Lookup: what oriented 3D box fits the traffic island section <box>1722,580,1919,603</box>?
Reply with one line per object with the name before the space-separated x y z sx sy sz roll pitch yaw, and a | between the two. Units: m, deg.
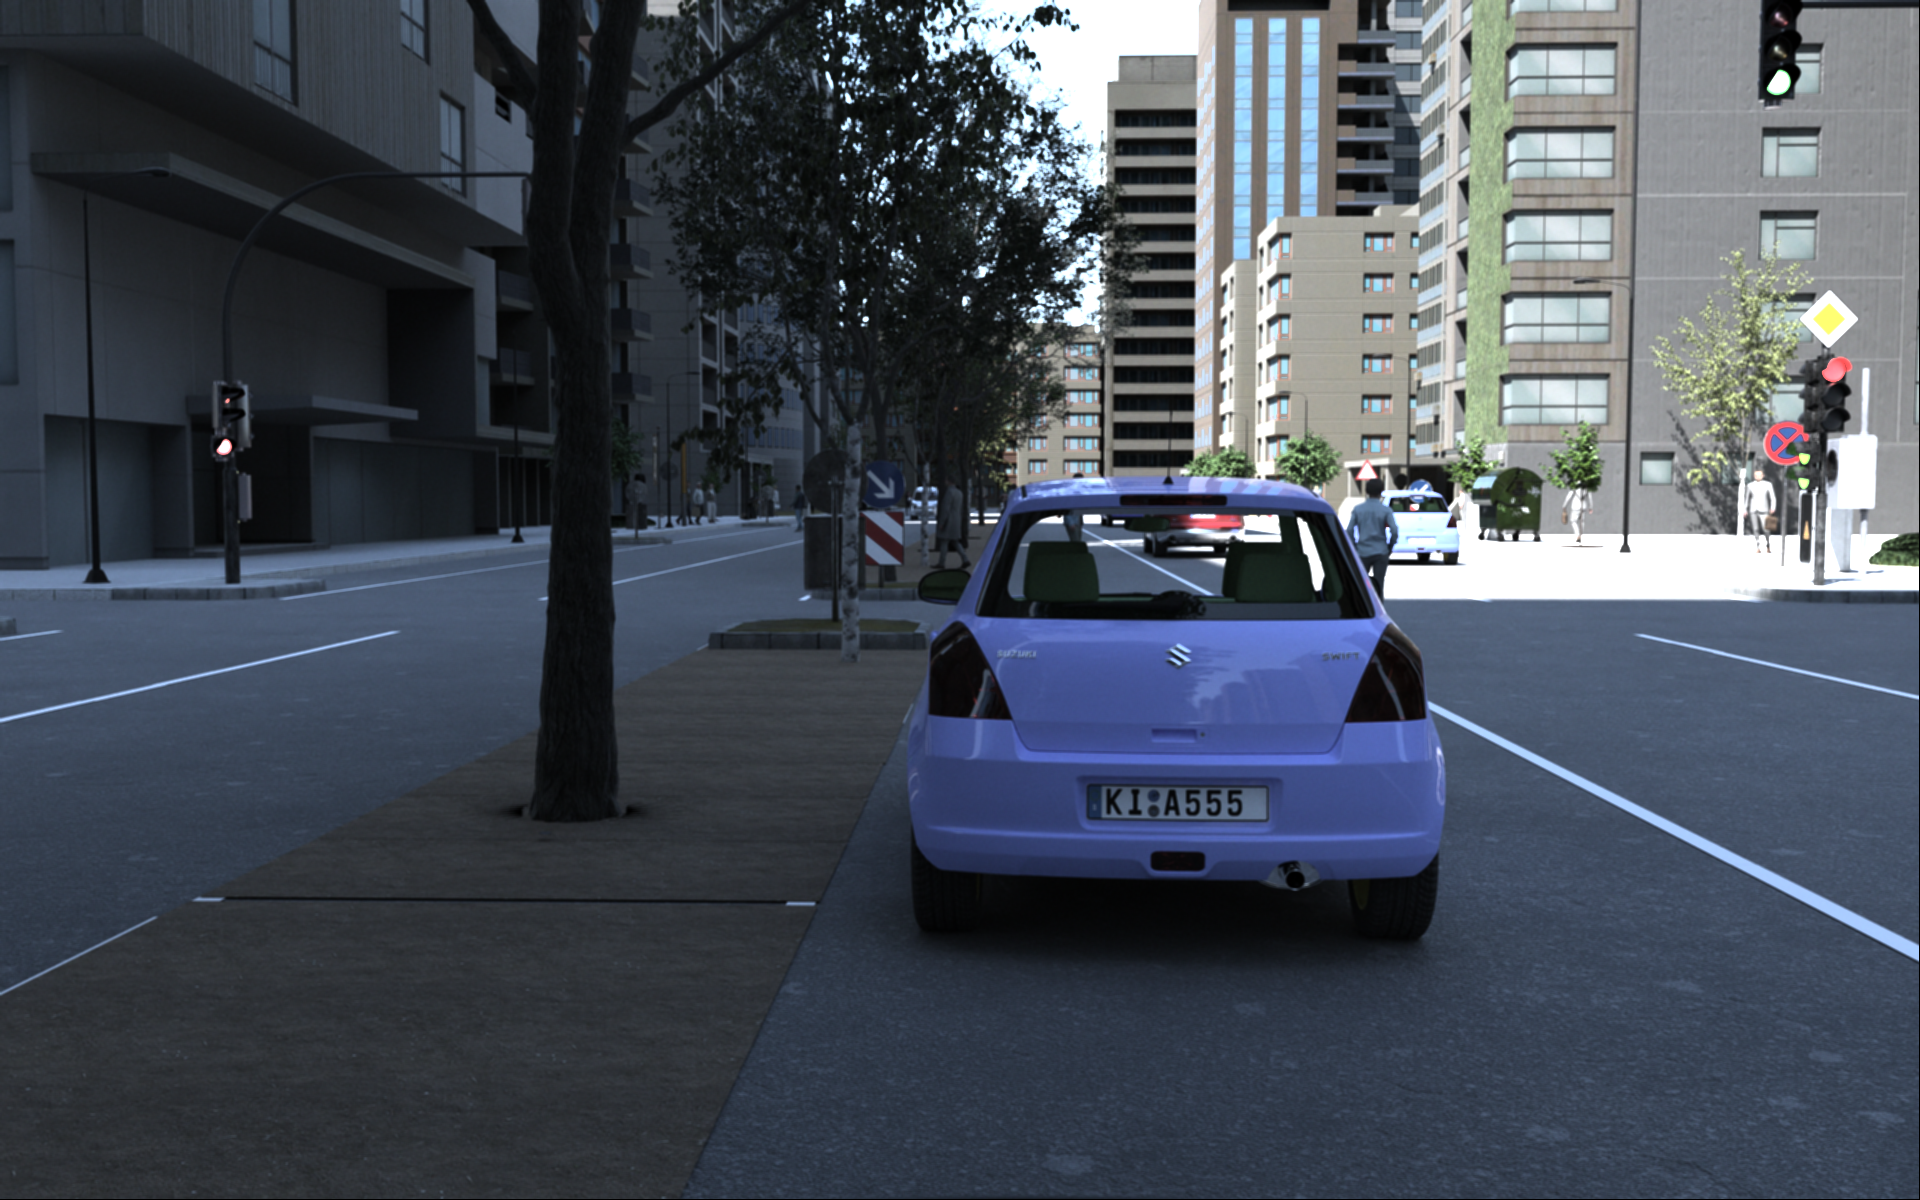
traffic island section | 11.993 -0.114 24.140 2.009 0.180 2.903 0 4 2

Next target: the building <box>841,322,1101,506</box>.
building | 1.085 -21.696 199.774 28.899 21.520 27.650 0 4 2

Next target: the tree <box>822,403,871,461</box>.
tree | -9.200 -11.567 139.476 4.737 8.622 4.395 0 3 0

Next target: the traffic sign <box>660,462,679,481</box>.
traffic sign | -11.373 -4.135 67.705 0.768 2.556 0.104 0 4 6

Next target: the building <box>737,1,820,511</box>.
building | -22.951 -36.206 133.967 21.231 58.520 28.212 0 4 2

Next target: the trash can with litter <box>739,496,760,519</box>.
trash can with litter | -10.719 -4.706 88.336 0.624 1.170 1.055 3 5 41

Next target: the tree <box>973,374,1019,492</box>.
tree | 1.059 -8.076 84.858 4.737 8.622 4.395 0 3 0

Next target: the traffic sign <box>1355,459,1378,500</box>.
traffic sign | 15.161 -3.950 64.584 0.884 2.594 0.081 0 4 3

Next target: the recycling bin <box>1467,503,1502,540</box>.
recycling bin | 14.810 -2.221 48.871 0.722 1.027 0.722 -3 5 -42

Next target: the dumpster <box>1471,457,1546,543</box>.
dumpster | 14.735 -2.691 46.496 1.502 2.255 1.985 0 4 2

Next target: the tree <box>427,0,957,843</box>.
tree | -1.596 -4.831 7.207 9.928 11.665 9.643 0 3 0

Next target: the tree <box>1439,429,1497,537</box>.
tree | 15.445 -3.499 51.804 1.663 3.219 1.824 0 3 0

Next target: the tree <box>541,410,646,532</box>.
tree | -12.335 -4.553 58.152 4.285 4.588 4.351 0 3 0

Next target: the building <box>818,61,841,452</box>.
building | -18.714 -29.469 165.405 14.086 41.232 14.154 0 4 2

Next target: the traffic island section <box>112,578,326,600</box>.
traffic island section | -10.438 -0.155 24.821 2.009 0.180 2.903 0 4 2

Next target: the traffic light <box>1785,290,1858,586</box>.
traffic light | 11.953 -2.147 24.027 0.839 4.253 0.868 0 4 2

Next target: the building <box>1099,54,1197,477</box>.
building | 26.383 -34.950 195.128 21.600 48.544 21.300 0 4 2

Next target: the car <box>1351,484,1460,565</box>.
car | 9.203 -1.622 36.114 1.945 1.707 3.694 0 4 2

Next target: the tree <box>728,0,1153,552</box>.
tree | -0.425 -7.921 42.338 12.009 13.543 11.850 0 3 0

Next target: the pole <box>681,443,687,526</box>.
pole | -10.993 -4.593 68.940 0.158 3.312 0.155 0 3 0

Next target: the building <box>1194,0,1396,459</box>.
building | 27.167 -30.169 143.377 14.600 45.320 14.200 0 4 2

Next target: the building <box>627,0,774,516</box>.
building | -22.763 -41.036 109.197 20.563 71.187 20.611 0 4 2

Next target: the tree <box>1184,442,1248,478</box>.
tree | 17.349 -7.725 110.012 4.285 4.588 4.351 0 3 0

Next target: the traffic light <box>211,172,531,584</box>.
traffic light | -8.305 -3.057 24.657 4.771 5.953 1.251 0 4 2

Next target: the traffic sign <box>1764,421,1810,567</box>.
traffic sign | 14.408 -1.844 30.254 0.768 2.556 0.104 1 4 9

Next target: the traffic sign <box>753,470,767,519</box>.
traffic sign | -10.470 -5.538 90.644 0.768 2.556 0.104 1 4 10

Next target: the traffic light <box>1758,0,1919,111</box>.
traffic light | 9.618 -2.526 15.967 4.771 5.953 1.251 0 4 2

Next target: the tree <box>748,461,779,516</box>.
tree | -11.337 -6.446 99.997 1.663 3.219 1.824 0 3 0

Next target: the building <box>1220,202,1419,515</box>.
building | 33.960 -16.947 122.130 27.650 21.520 28.899 0 4 2

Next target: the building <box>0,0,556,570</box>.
building | -26.132 -27.576 40.102 28.713 52.752 27.495 0 4 2

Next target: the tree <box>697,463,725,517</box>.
tree | -13.871 -6.321 97.942 1.663 3.219 1.824 0 3 0

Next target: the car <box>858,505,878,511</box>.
car | -7.018 -7.712 134.886 1.959 1.807 4.718 0 4 3

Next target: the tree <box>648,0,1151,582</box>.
tree | -1.133 -5.580 28.104 8.767 10.594 7.601 0 4 2

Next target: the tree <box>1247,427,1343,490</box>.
tree | 17.076 -6.205 85.171 4.285 4.588 4.351 0 3 0

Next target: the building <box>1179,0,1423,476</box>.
building | 31.829 -44.154 160.166 20.563 71.187 20.611 0 4 2

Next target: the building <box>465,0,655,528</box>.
building | -26.157 -25.801 76.477 22.147 44.769 28.867 0 4 2

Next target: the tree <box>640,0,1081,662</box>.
tree | -0.940 -3.785 14.709 4.360 8.622 3.978 0 3 0

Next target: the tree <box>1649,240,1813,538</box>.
tree | 22.726 -6.130 50.593 4.737 8.622 4.395 0 3 0

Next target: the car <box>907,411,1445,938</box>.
car | 0.764 0.163 6.926 1.945 1.707 3.694 0 4 4

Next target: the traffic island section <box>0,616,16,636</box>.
traffic island section | -10.680 0.333 16.840 2.009 0.180 2.903 0 4 2

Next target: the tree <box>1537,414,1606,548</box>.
tree | 14.972 -2.868 41.493 1.663 3.219 1.824 0 3 0

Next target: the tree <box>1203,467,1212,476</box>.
tree | 18.510 -8.203 128.712 1.663 3.219 1.824 0 3 0

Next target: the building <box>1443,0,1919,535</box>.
building | 24.257 -22.986 59.422 14.154 41.232 14.086 0 4 2

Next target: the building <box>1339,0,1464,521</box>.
building | 36.603 -24.110 86.082 32.217 40.220 23.993 0 4 2
